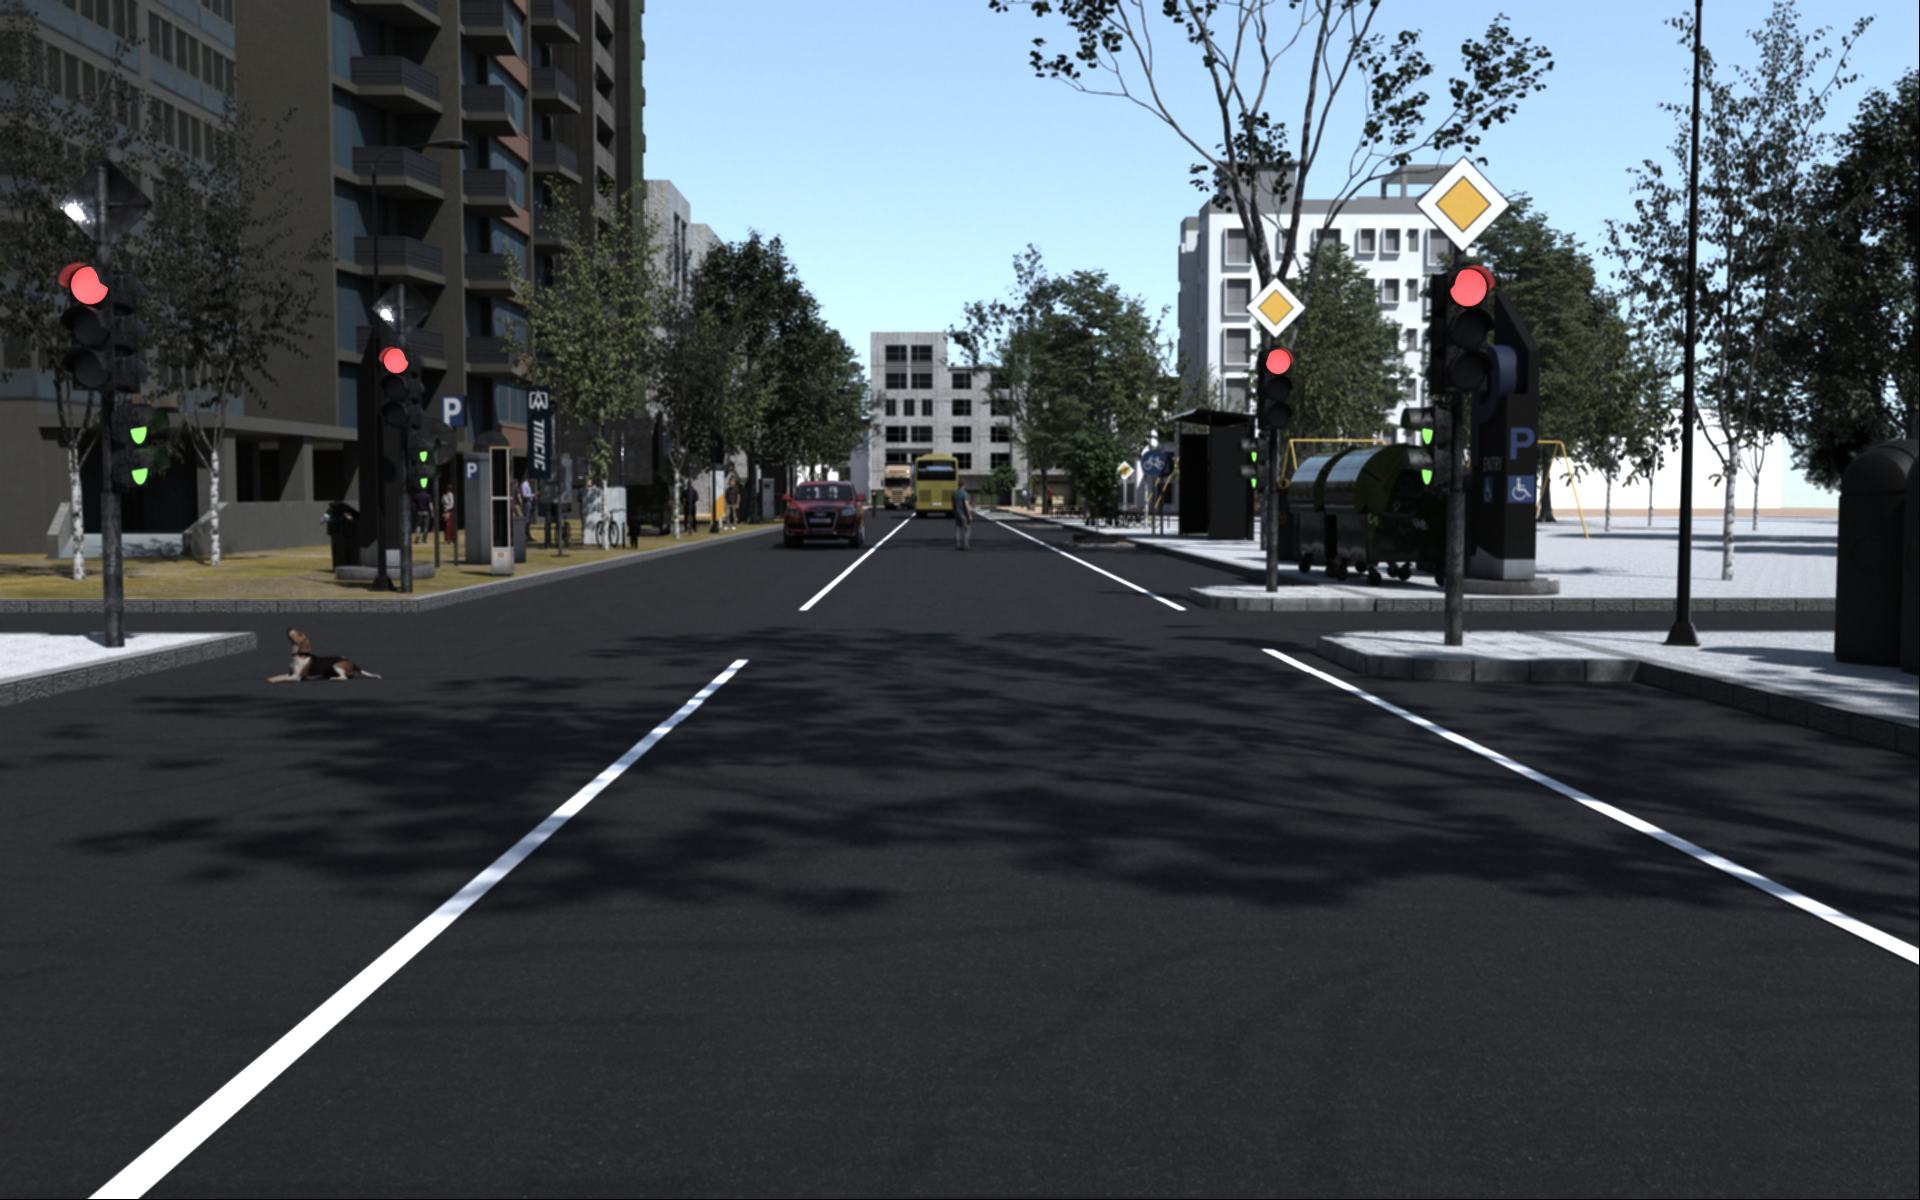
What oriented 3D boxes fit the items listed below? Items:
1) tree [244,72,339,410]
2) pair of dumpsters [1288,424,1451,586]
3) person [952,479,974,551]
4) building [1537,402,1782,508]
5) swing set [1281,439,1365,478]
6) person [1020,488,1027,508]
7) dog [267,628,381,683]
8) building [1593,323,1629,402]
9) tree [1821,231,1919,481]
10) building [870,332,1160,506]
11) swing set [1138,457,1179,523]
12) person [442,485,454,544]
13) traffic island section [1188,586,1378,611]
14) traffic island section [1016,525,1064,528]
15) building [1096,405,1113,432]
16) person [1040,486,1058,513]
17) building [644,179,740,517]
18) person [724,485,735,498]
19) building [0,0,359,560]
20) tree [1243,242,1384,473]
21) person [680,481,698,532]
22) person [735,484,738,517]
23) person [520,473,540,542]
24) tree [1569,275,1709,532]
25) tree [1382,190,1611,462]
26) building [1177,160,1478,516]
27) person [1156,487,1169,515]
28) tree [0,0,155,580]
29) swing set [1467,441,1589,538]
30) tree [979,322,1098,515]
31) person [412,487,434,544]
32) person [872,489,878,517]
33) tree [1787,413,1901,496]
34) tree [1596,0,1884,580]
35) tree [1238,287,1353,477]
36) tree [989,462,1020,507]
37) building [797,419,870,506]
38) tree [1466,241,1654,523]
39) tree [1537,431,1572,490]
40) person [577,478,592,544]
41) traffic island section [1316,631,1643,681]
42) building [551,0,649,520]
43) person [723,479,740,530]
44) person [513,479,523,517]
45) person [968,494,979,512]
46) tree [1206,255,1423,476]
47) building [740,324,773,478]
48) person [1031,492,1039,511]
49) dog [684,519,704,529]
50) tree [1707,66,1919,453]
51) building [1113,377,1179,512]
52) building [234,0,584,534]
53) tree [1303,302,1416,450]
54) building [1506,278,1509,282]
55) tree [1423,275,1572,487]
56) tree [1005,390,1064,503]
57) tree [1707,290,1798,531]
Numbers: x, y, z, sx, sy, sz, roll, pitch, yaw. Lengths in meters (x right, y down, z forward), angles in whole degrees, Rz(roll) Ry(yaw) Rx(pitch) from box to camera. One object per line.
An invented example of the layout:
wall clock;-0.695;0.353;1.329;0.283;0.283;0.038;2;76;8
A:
tree;-13.333;-4.928;30.934;4.360;8.622;3.978;0;3;0
pair of dumpsters;6.146;-1.439;26.015;1.574;2.255;4.437;0;4;-1
person;0.079;-2.155;43.863;0.434;1.807;0.598;-2;4;-33
building;63.195;-13.505;162.962;28.070;9.664;9.099;0;4;-1
swing set;10.917;-3.191;49.790;3.119;2.851;2.862;-1;4;-11
person;5.921;-9.513;161.447;0.709;1.838;0.599;-2;4;-31
dog;-4.898;0.420;13.324;0.748;0.427;0.550;1;4;11
building;67.995;-20.883;197.859;11.380;20.091;16.016;0;4;-1
tree;46.307;-10.686;76.537;18.604;14.587;13.155;-1;4;-15
building;5.873;-20.220;197.052;31.486;18.905;16.747;0;4;-1
swing set;9.122;-4.644;73.551;2.862;2.851;3.119;0;4;-2
person;-13.163;-2.211;44.661;0.387;1.526;0.523;-2;4;-23
traffic island section;4.104;-0.024;22.672;2.009;0.180;2.903;0;4;-1
traffic island section;3.437;-3.183;74.912;1.991;0.108;1.994;0;4;-1
building;17.728;-12.871;152.581;9.099;9.664;28.070;0;4;-1
person;6.182;-6.942;119.487;1.348;1.831;0.705;2;4;26
building;-24.869;-15.098;113.305;16.747;18.905;31.486;0;4;-1
person;-13.496;-5.962;103.549;1.348;1.821;0.705;-1;4;-12
building;-31.947;-21.352;40.993;32.217;40.220;23.993;0;4;-1
tree;16.369;-9.770;77.861;7.486;12.596;7.792;0;3;0
person;-9.172;-3.181;58.759;0.576;1.737;0.504;-1;4;-17
person;-12.316;-5.508;95.973;0.709;1.838;0.599;3;5;43
person;-11.418;-2.467;46.240;0.599;1.838;0.709;0;4;-3
tree;21.914;-6.626;58.700;4.737;8.622;4.395;0;3;0
tree;20.816;-9.000;65.280;7.486;12.596;7.792;0;3;0
building;21.373;-15.154;104.188;16.016;20.091;11.380;0;4;-1
person;12.259;-6.000;104.861;0.721;1.743;1.217;3;5;44
tree;-13.135;-4.592;25.443;4.360;8.622;3.978;0;3;0
swing set;16.260;-3.254;50.831;3.119;2.851;2.862;-1;4;-17
tree;5.047;-11.024;106.000;9.928;11.665;9.643;0;3;0
person;-13.922;-2.227;44.661;0.569;1.553;0.471;3;4;37
person;-5.294;-6.086;108.805;0.445;1.727;0.742;-3;5;-42
tree;54.358;-7.746;89.551;20.602;7.101;11.467;-1;4;-11
tree;11.529;-4.614;25.805;4.360;8.622;3.978;0;3;0
tree;12.170;-6.833;62.076;4.360;8.622;3.978;0;3;0
tree;4.385;-11.590;173.211;4.285;4.588;4.351;0;3;0
building;-24.126;-15.404;193.997;28.070;9.664;9.099;0;4;-1
tree;26.379;-9.846;77.983;9.611;12.733;9.660;0;3;0
tree;31.895;-8.862;95.263;4.360;8.622;3.978;0;3;0
person;-9.590;-2.299;44.557;0.541;1.710;0.530;-2;4;-27
traffic island section;4.206;0.464;14.688;2.009;0.180;2.903;0;4;-1
building;-24.307;-19.420;89.219;14.160;30.474;14.107;0;4;-1
person;-8.281;-3.453;62.634;0.598;1.807;0.434;2;4;27
person;-15.424;-3.308;60.264;0.598;1.807;0.434;3;5;41
person;1.070;-7.671;137.139;0.991;1.433;0.599;-1;4;-10
tree;11.111;-6.372;54.545;4.737;8.622;4.395;0;3;0
building;-33.514;-17.812;157.678;31.486;18.905;16.747;0;4;-1
person;5.758;-7.546;132.654;0.697;1.427;0.421;2;4;29
dog;-9.874;-2.823;63.889;0.748;0.427;0.550;1;4;16
tree;25.565;-7.911;46.354;9.611;12.733;9.660;0;3;0
building;17.114;-11.131;124.143;9.099;9.664;28.070;0;4;-1
building;-27.397;-25.240;67.294;22.147;44.769;28.867;0;4;-1
tree;20.457;-10.190;92.364;9.928;11.665;9.643;0;3;0
building;43.429;-18.460;158.247;11.380;20.091;16.016;0;4;-1
tree;17.244;-6.562;57.648;4.737;8.622;4.395;0;3;0
tree;5.375;-10.104;115.556;4.737;8.622;4.395;0;3;0
tree;27.979;-6.767;61.002;4.737;8.622;4.395;0;3;0
